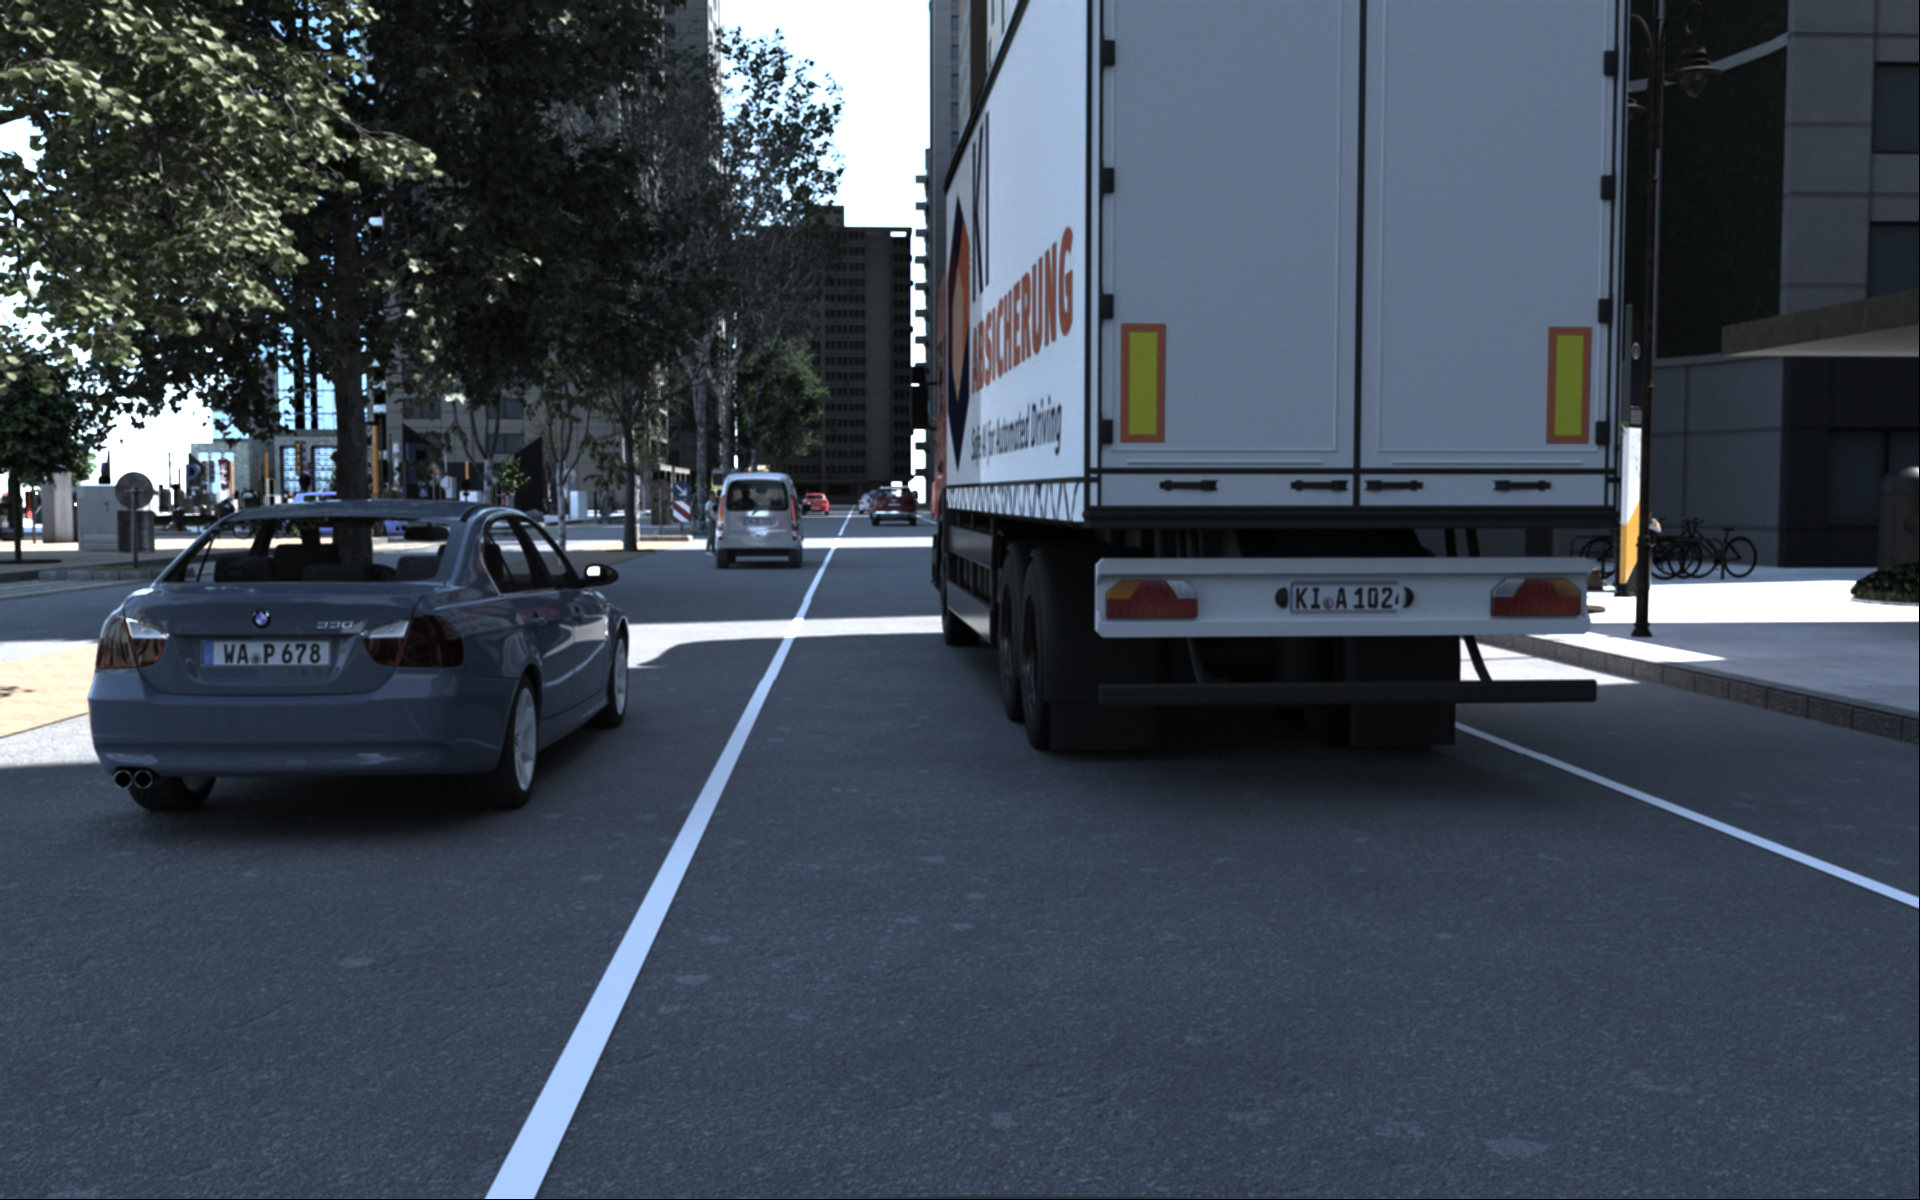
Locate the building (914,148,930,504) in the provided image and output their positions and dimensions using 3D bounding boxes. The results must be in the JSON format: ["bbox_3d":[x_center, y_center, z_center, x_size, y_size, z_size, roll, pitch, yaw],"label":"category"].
[{"bbox_3d":[9.050,-37.517,233.009,30.456,49.044,23.786,0,4,-3],"label":"building"}]

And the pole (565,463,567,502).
[{"bbox_3d":[-26.041,-7.373,114.395,0.158,3.312,0.155,0,3,0],"label":"pole"}]

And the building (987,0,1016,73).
[{"bbox_3d":[15.873,-31.273,100.558,28.713,52.752,27.495,0,4,-3],"label":"building"}]

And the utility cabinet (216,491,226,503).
[{"bbox_3d":[-50.311,-6.682,117.930,0.318,1.500,1.173,0,4,-6],"label":"utility cabinet"}]

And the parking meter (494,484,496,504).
[{"bbox_3d":[-26.178,-5.624,97.657,0.255,1.863,0.399,3,5,39],"label":"parking meter"}]

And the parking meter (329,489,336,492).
[{"bbox_3d":[-30.538,-4.646,84.371,0.372,1.533,0.369,0,3,0],"label":"parking meter"}]

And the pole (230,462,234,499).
[{"bbox_3d":[-47.800,-7.300,113.204,0.158,3.312,0.155,0,3,0],"label":"pole"}]

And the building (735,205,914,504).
[{"bbox_3d":[-18.345,-33.247,235.464,23.993,40.220,32.217,0,4,-3],"label":"building"}]

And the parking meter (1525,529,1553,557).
[{"bbox_3d":[8.886,-1.273,26.523,0.399,1.863,0.255,2,4,35],"label":"parking meter"}]

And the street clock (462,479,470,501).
[{"bbox_3d":[-24.269,-4.927,85.130,0.358,2.002,0.471,-3,5,-44],"label":"street clock"}]

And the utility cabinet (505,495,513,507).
[{"bbox_3d":[-24.117,-5.046,93.660,0.306,1.237,1.020,2,4,32],"label":"utility cabinet"}]

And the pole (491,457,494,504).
[{"bbox_3d":[-24.314,-5.879,89.969,0.158,3.312,0.155,0,3,0],"label":"pole"}]

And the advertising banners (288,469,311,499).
[{"bbox_3d":[-45.512,-7.500,118.807,2.074,3.025,0.090,0,4,0],"label":"advertising banners"}]

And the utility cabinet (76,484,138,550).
[{"bbox_3d":[-19.254,-1.857,39.036,1.173,1.500,0.318,0,4,3],"label":"utility cabinet"}]

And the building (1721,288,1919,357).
[{"bbox_3d":[19.350,-21.299,2.863,22.147,44.769,28.867,0,4,-3],"label":"building"}]

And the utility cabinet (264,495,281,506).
[{"bbox_3d":[-37.402,-5.096,94.485,0.306,1.237,1.020,3,5,40],"label":"utility cabinet"}]

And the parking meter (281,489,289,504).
[{"bbox_3d":[-33.640,-4.768,86.372,0.372,1.533,0.369,0,3,0],"label":"parking meter"}]

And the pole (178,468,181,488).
[{"bbox_3d":[-60.017,-8.524,133.206,0.158,3.312,0.155,0,3,0],"label":"pole"}]

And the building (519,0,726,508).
[{"bbox_3d":[-37.959,-46.464,197.939,20.611,71.187,20.563,0,4,-3],"label":"building"}]

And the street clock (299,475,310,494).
[{"bbox_3d":[-24.310,-3.653,64.290,0.358,2.002,0.471,0,4,6],"label":"street clock"}]

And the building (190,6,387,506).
[{"bbox_3d":[-81.282,-55.862,226.008,31.000,86.520,22.319,0,4,-3],"label":"building"}]

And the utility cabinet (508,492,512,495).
[{"bbox_3d":[-32.727,-7.197,126.349,0.318,1.500,1.173,-1,4,-18],"label":"utility cabinet"}]

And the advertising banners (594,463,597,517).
[{"bbox_3d":[-20.264,-6.128,96.376,0.090,3.025,2.074,0,4,-7],"label":"advertising banners"}]

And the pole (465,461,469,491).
[{"bbox_3d":[-30.460,-6.922,107.024,0.158,3.312,0.155,0,3,0],"label":"pole"}]

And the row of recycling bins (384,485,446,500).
[{"bbox_3d":[-24.007,-4.230,76.280,3.534,1.692,1.069,2,4,30],"label":"row of recycling bins"}]

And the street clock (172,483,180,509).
[{"bbox_3d":[-53.432,-6.939,118.016,0.471,2.002,0.358,-3,5,-45],"label":"street clock"}]

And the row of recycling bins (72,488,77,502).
[{"bbox_3d":[-54.085,-6.161,107.840,3.534,1.692,1.069,0,4,1],"label":"row of recycling bins"}]

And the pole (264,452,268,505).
[{"bbox_3d":[-33.756,-5.534,84.316,0.158,3.312,0.155,0,3,0],"label":"pole"}]

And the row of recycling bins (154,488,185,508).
[{"bbox_3d":[-55.762,-7.069,122.693,3.534,1.692,1.069,-3,5,-40],"label":"row of recycling bins"}]

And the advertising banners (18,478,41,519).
[{"bbox_3d":[-47.743,-5.668,88.859,0.090,3.025,2.074,1,4,22],"label":"advertising banners"}]

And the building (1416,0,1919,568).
[{"bbox_3d":[15.430,-36.698,38.260,20.563,71.187,20.611,0,4,-3],"label":"building"}]

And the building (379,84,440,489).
[{"bbox_3d":[-34.922,-43.123,143.319,20.563,71.187,20.611,0,4,-3],"label":"building"}]

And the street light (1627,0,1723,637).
[{"bbox_3d":[6.146,-2.609,15.440,0.468,5.910,1.993,0,4,-3],"label":"street light"}]

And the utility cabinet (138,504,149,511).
[{"bbox_3d":[-40.036,-4.634,84.438,1.173,1.500,0.318,2,4,32],"label":"utility cabinet"}]

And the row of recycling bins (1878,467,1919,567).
[{"bbox_3d":[15.305,-1.221,27.083,1.069,1.692,3.534,3,5,43],"label":"row of recycling bins"}]

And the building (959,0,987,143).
[{"bbox_3d":[7.201,-29.298,129.128,14.600,45.320,14.200,0,4,-3],"label":"building"}]

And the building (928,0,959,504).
[{"bbox_3d":[7.015,-40.061,196.994,21.231,58.520,28.212,0,4,-3],"label":"building"}]

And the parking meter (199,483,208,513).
[{"bbox_3d":[-41.635,-5.483,95.358,0.399,1.863,0.255,-3,5,-42],"label":"parking meter"}]

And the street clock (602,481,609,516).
[{"bbox_3d":[-20.359,-5.786,99.166,0.358,2.002,0.471,2,4,32],"label":"street clock"}]

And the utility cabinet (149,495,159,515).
[{"bbox_3d":[-46.411,-5.406,99.542,0.306,1.237,1.020,0,4,-1],"label":"utility cabinet"}]

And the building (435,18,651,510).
[{"bbox_3d":[-36.509,-44.378,163.834,20.563,71.187,20.611,0,4,-3],"label":"building"}]

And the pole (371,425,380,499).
[{"bbox_3d":[-17.349,-3.524,51.459,0.158,3.312,0.155,0,3,0],"label":"pole"}]

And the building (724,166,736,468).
[{"bbox_3d":[-36.918,-35.203,225.685,14.200,45.320,14.600,0,4,-3],"label":"building"}]

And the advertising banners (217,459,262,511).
[{"bbox_3d":[-36.246,-5.565,87.181,2.074,3.025,0.090,-3,4,-36],"label":"advertising banners"}]

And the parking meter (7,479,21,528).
[{"bbox_3d":[-35.335,-3.609,64.725,0.255,1.863,0.399,2,4,31],"label":"parking meter"}]

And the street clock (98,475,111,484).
[{"bbox_3d":[-33.293,-3.844,67.426,0.358,2.002,0.471,1,4,9],"label":"street clock"}]
